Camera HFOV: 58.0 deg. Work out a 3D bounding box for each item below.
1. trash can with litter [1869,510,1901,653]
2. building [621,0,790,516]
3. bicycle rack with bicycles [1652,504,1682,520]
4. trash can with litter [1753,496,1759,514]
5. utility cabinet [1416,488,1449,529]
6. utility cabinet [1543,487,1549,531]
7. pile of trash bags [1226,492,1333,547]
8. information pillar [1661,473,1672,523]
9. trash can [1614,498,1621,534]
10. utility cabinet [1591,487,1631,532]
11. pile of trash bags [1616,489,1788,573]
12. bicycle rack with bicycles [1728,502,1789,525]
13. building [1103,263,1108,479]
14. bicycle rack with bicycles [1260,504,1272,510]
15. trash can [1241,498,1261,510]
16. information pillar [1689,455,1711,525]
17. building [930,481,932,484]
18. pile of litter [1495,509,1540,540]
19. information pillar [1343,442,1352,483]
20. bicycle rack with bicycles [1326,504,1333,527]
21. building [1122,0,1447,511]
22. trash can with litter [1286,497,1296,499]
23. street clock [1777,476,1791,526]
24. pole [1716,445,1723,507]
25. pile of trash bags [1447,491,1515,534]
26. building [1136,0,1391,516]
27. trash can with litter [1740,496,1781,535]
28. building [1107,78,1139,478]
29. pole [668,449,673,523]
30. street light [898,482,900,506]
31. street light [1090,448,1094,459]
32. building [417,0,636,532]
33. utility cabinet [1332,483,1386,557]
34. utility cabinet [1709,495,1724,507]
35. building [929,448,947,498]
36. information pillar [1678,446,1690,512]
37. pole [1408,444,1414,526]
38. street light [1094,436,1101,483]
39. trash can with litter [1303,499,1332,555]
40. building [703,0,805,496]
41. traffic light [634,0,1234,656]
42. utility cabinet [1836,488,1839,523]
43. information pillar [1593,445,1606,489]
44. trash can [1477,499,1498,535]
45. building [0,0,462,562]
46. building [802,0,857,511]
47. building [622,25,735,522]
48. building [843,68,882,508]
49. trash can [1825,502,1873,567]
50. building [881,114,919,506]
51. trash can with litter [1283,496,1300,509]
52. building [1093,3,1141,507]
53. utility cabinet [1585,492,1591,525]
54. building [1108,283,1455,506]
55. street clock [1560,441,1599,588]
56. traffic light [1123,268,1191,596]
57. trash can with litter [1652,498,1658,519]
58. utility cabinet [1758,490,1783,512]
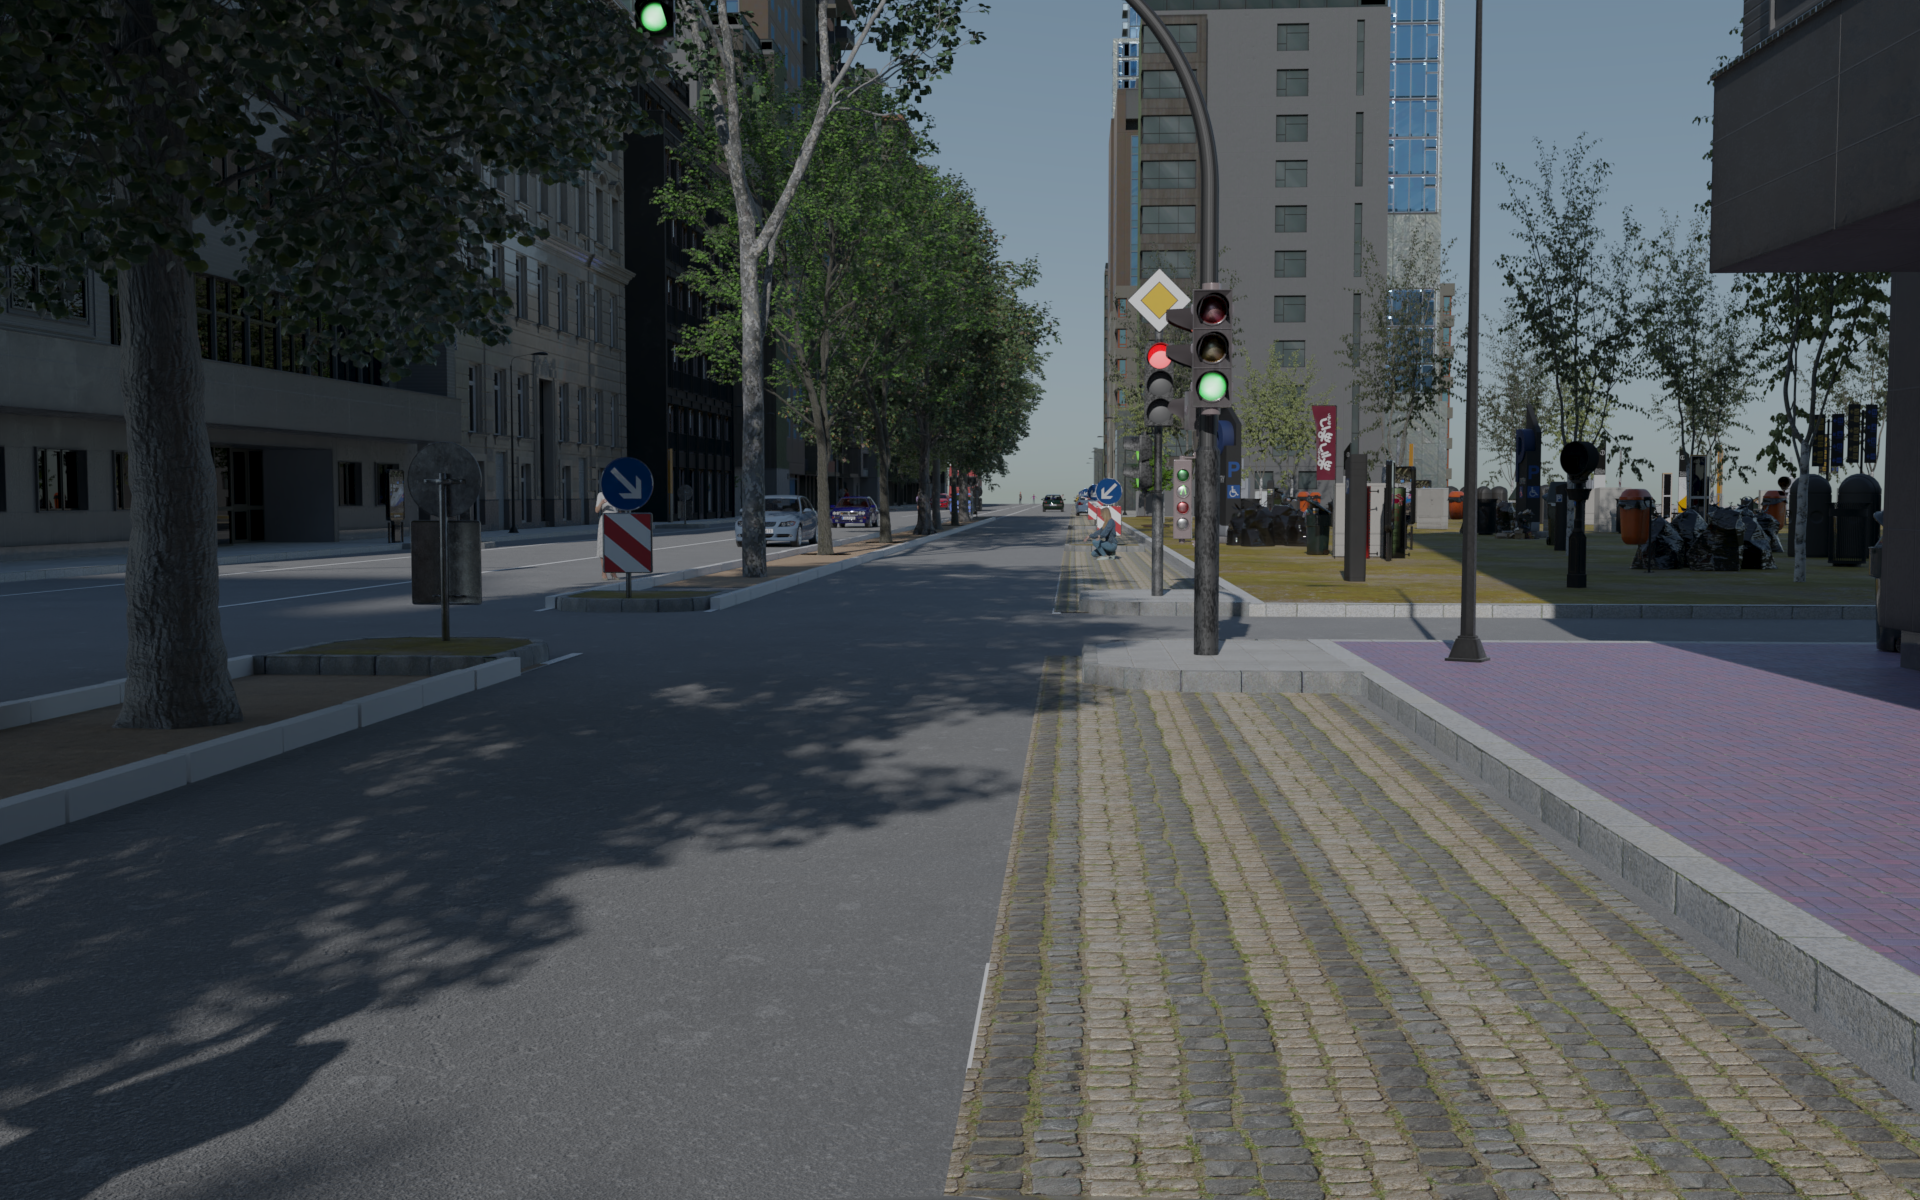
[{"bbox_3d":[7.830,-0.151,13.863,0.624,1.170,1.055,-1,4,-17],"label":"trash can with litter"},{"bbox_3d":[-18.544,-20.408,105.369,14.160,30.474,14.107,0,4,4],"label":"building"},{"bbox_3d":[25.081,-2.998,62.398,2.852,0.926,2.925,-1,4,-15],"label":"bicycle rack with bicycles"},{"bbox_3d":[40.864,-4.776,89.473,0.624,1.170,1.055,-3,4,-39],"label":"trash can with litter"},{"bbox_3d":[17.155,-3.316,62.895,0.318,1.500,1.173,-3,4,-36],"label":"utility cabinet"},{"bbox_3d":[18.115,-2.717,53.098,0.318,1.500,1.173,1,4,11],"label":"utility cabinet"},{"bbox_3d":[8.382,-2.028,42.906,3.447,1.369,1.912,0,4,-1],"label":"pile of trash bags"},{"bbox_3d":[24.567,-3.409,60.233,0.304,2.012,0.304,1,4,15],"label":"information pillar"},{"bbox_3d":[21.629,-2.727,56.242,0.748,1.137,0.748,0,3,0],"label":"trash can"},{"bbox_3d":[21.598,-2.977,57.352,1.173,1.500,0.318,-1,4,-13],"label":"utility cabinet"},{"bbox_3d":[12.229,-1.196,29.301,3.447,1.369,1.912,-3,4,-38],"label":"pile of trash bags"},{"bbox_3d":[34.205,-3.588,72.052,2.852,0.926,2.925,-1,4,-15],"label":"bicycle rack with bicycles"},{"bbox_3d":[24.956,-27.199,216.410,14.160,30.474,14.107,0,4,4],"label":"building"},{"bbox_3d":[10.807,-3.055,63.324,2.925,0.926,2.852,1,4,22],"label":"bicycle rack with bicycles"},{"bbox_3d":[9.350,-2.701,55.807,0.748,1.137,0.748,0,3,0],"label":"trash can"},{"bbox_3d":[13.799,-1.703,32.338,0.304,2.012,0.304,2,4,34],"label":"information pillar"},{"bbox_3d":[-14.659,-34.937,225.843,22.147,44.769,28.867,0,4,4],"label":"building"},{"bbox_3d":[15.964,-2.182,49.633,1.176,0.858,1.719,0,4,6],"label":"pile of litter"},{"bbox_3d":[17.572,-5.331,78.519,0.183,3.616,0.504,-2,4,-26],"label":"information pillar"},{"bbox_3d":[14.020,-3.084,63.805,2.852,0.926,2.925,-2,4,-29],"label":"bicycle rack with bicycles"},{"bbox_3d":[22.991,-49.699,125.249,22.319,86.520,31.000,0,4,4],"label":"building"},{"bbox_3d":[15.080,-4.130,78.919,0.624,1.170,1.055,1,4,21],"label":"trash can with litter"},{"bbox_3d":[33.408,-4.015,70.223,0.471,2.002,0.358,3,5,42],"label":"street clock"},{"bbox_3d":[31.483,-4.770,71.839,0.158,3.312,0.155,0,3,0],"label":"pole"},{"bbox_3d":[17.245,-2.886,56.933,3.447,1.369,1.912,-3,4,-36],"label":"pile of trash bags"},{"bbox_3d":[17.707,-20.370,104.747,14.160,30.474,14.107,0,4,4],"label":"building"},{"bbox_3d":[24.709,-2.674,54.784,1.678,1.210,2.233,-1,4,-14],"label":"trash can with litter"},{"bbox_3d":[23.660,-32.872,187.560,14.600,45.320,14.200,0,4,4],"label":"building"},{"bbox_3d":[-13.042,-5.145,77.956,0.158,3.312,0.155,0,3,0],"label":"pole"},{"bbox_3d":[-5.867,-12.823,182.196,1.470,5.913,1.316,0,4,4],"label":"street light"},{"bbox_3d":[13.922,-12.240,172.662,1.470,5.913,1.316,0,4,4],"label":"street light"},{"bbox_3d":[-21.387,-16.424,65.793,12.463,27.353,25.104,0,4,4],"label":"building"},{"bbox_3d":[8.173,-1.619,35.147,1.173,1.500,0.318,0,4,8],"label":"utility cabinet"},{"bbox_3d":[38.687,-4.760,88.983,0.306,1.237,1.020,-2,4,-27],"label":"utility cabinet"},{"bbox_3d":[-9.327,-29.106,247.581,14.160,30.474,14.107,0,4,4],"label":"building"},{"bbox_3d":[35.269,-5.694,84.448,0.504,3.616,0.183,0,4,4],"label":"information pillar"},{"bbox_3d":[18.293,-4.673,70.246,0.158,3.312,0.155,0,3,0],"label":"pole"},{"bbox_3d":[11.647,-10.148,138.458,1.470,5.913,1.316,0,4,4],"label":"street light"},{"bbox_3d":[7.783,-1.537,36.514,1.055,1.170,0.624,0,4,3],"label":"trash can with litter"},{"bbox_3d":[-18.725,-28.683,119.086,14.600,45.320,14.200,0,4,4],"label":"building"},{"bbox_3d":[-0.151,-2.391,13.753,4.771,5.953,1.251,0,4,4],"label":"traffic light"},{"bbox_3d":[32.654,-3.384,64.000,0.318,1.500,1.173,1,4,18],"label":"utility cabinet"},{"bbox_3d":[27.597,-5.097,74.694,0.504,3.616,0.183,0,4,7],"label":"information pillar"},{"bbox_3d":[16.469,-2.603,54.214,0.748,1.137,0.748,0,3,0],"label":"trash can"},{"bbox_3d":[-22.941,-13.363,37.544,14.314,24.678,30.058,0,4,4],"label":"building"},{"bbox_3d":[-20.248,-29.737,140.828,22.147,44.769,28.867,0,4,4],"label":"building"},{"bbox_3d":[-18.968,-15.718,86.671,12.332,23.373,15.834,0,4,4],"label":"building"},{"bbox_3d":[-14.947,-29.265,162.069,14.154,41.232,14.086,0,4,4],"label":"building"},{"bbox_3d":[15.690,-1.159,30.610,0.748,1.137,0.748,0,3,0],"label":"trash can"},{"bbox_3d":[-16.459,-33.155,196.708,22.147,44.769,28.867,0,4,4],"label":"building"},{"bbox_3d":[9.695,-2.539,52.564,2.233,1.210,1.678,2,4,25],"label":"trash can with litter"},{"bbox_3d":[29.858,-56.576,237.695,22.319,86.520,31.000,0,4,4],"label":"building"},{"bbox_3d":[25.899,-3.873,72.001,1.173,1.500,0.318,2,4,34],"label":"utility cabinet"},{"bbox_3d":[27.649,-19.106,157.415,27.650,21.520,28.899,0,4,4],"label":"building"},{"bbox_3d":[8.454,-1.169,23.688,0.358,2.002,0.471,-2,4,-34],"label":"street clock"},{"bbox_3d":[2.469,-2.006,21.724,0.839,4.253,0.868,0,4,4],"label":"traffic light"},{"bbox_3d":[35.549,-4.752,89.090,1.055,1.170,0.624,-3,4,-39],"label":"trash can with litter"},{"bbox_3d":[40.607,-4.769,86.653,1.173,1.500,0.318,0,4,5],"label":"utility cabinet"}]
